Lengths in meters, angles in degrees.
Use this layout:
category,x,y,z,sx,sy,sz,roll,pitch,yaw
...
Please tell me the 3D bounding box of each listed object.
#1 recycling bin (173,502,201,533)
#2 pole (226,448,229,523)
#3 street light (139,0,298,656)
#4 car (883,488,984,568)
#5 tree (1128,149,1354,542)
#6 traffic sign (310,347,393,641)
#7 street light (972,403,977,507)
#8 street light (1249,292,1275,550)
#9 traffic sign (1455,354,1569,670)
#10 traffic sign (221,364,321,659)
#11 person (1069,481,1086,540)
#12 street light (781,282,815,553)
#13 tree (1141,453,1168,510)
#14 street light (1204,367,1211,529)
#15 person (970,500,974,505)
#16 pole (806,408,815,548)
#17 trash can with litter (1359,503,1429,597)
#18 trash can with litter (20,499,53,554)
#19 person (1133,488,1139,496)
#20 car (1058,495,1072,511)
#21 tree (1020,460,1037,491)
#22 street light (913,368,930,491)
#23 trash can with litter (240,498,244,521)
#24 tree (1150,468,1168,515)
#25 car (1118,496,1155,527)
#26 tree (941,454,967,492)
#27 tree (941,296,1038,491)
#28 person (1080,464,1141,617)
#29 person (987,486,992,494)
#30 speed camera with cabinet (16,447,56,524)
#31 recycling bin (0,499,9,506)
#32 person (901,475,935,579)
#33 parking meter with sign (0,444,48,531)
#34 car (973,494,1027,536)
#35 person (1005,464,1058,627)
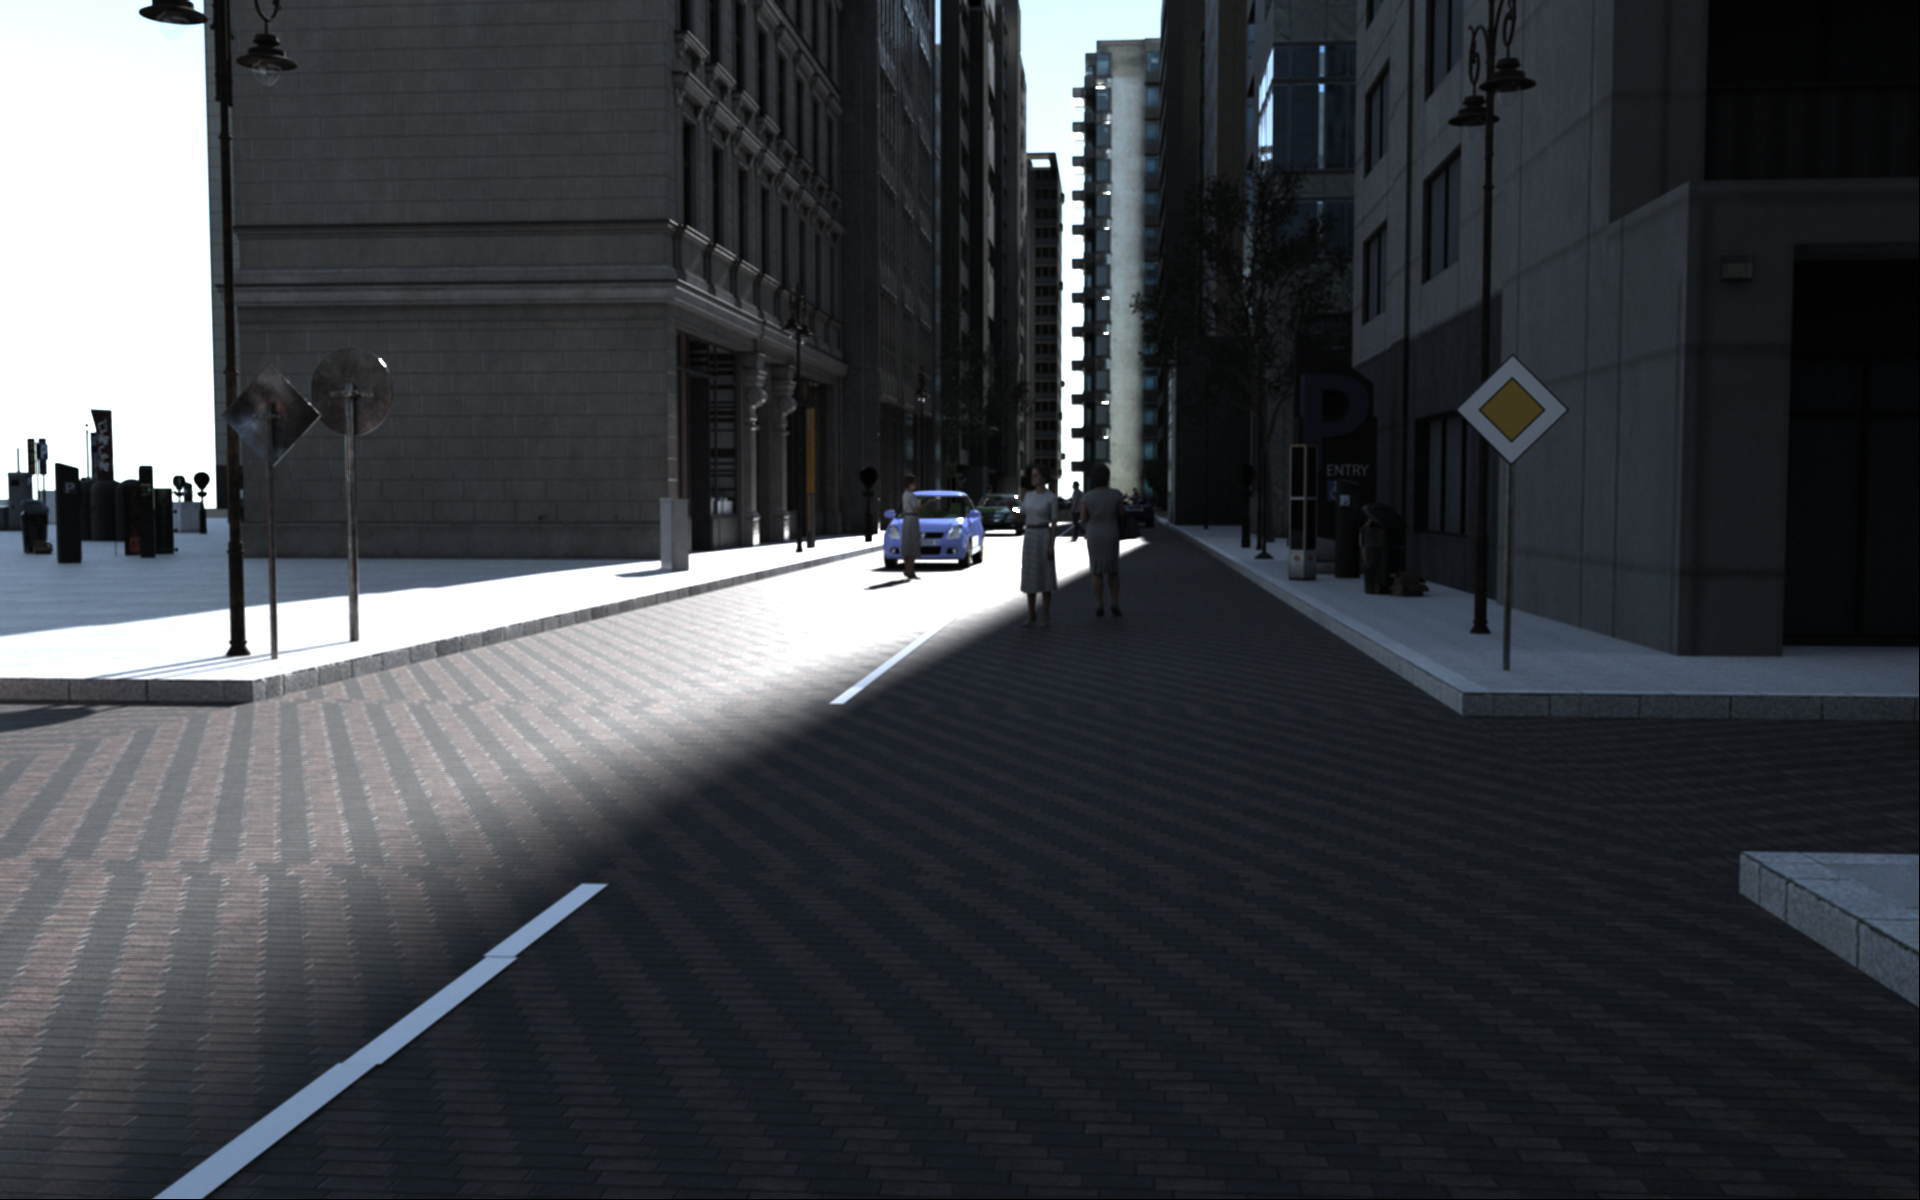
category,x,y,z,sx,sy,sz,roll,pitch,yaw
recycling bin,-25.902,-2.779,57.994,0.722,1.027,0.722,3,5,41
pole,-32.297,-5.058,76.546,0.158,3.312,0.155,0,3,0
street light,-5.747,-2.497,13.616,0.468,5.910,1.993,0,4,5
car,-0.500,-1.543,34.820,1.945,1.707,3.694,0,4,6
tree,8.372,-6.834,46.154,8.767,10.594,7.601,1,4,17
traffic sign,-5.287,-0.914,15.044,0.768,2.556,0.104,1,4,9
street light,0.777,-6.913,85.823,0.468,5.910,1.993,0,4,5
street light,6.916,-4.100,39.815,0.468,5.910,1.993,0,4,5
traffic sign,3.977,-0.545,12.552,0.795,2.450,0.064,0,4,5
traffic sign,-5.328,-0.597,13.407,0.795,2.450,0.064,0,4,5
person,3.716,-2.783,53.842,0.795,1.843,0.661,2,4,34
street light,-3.531,-3.984,37.918,0.468,5.910,1.993,0,4,5
tree,15.956,-9.398,137.363,4.285,4.588,4.351,0,3,0
street light,9.019,-5.537,63.318,0.468,5.910,1.993,0,4,5
person,0.237,-2.270,50.299,0.352,1.250,0.332,1,4,13
pole,-3.549,-2.893,41.143,0.158,3.312,0.155,0,3,0
trash can with litter,5.580,-0.654,22.078,0.624,1.170,1.055,-2,4,-25
trash can with litter,-19.858,-1.591,37.406,0.624,1.170,1.055,-3,5,-45
person,9.400,-5.197,93.916,0.568,1.767,0.683,1,4,20
car,9.122,-8.348,149.065,1.945,1.354,3.894,0,4,6
tree,6.903,-11.116,165.464,4.285,4.588,4.351,0,3,0
street light,-1.365,-5.476,62.323,0.468,5.910,1.993,0,4,5
trash can with litter,-23.023,-2.716,55.792,0.624,1.170,1.055,-1,4,-19
tree,12.982,-6.801,105.791,1.663,3.219,1.824,0,3,0
car,7.579,-3.868,75.823,1.945,1.354,3.894,0,4,4
tree,-0.471,-5.483,84.255,1.663,3.219,1.824,0,3,0
tree,-0.585,-8.839,78.922,8.767,10.594,7.601,0,4,5
person,1.769,-0.705,20.390,0.716,1.782,0.532,0,4,4
person,1.258,-3.625,68.343,0.524,1.755,0.480,0,4,-3
speed camera with cabinet,-39.448,-4.874,74.021,2.038,3.252,0.660,-2,4,-32
recycling bin,-47.709,-4.540,86.775,0.722,1.027,0.722,2,4,27
person,-0.738,-1.229,29.161,0.524,1.755,0.480,-2,4,-27
parking meter with sign,-32.737,-3.920,60.346,1.738,3.016,0.543,0,4,1
car,1.425,-3.026,61.281,2.131,1.459,4.920,0,4,6
person,0.790,-0.586,18.658,0.480,1.755,0.524,2,4,30
